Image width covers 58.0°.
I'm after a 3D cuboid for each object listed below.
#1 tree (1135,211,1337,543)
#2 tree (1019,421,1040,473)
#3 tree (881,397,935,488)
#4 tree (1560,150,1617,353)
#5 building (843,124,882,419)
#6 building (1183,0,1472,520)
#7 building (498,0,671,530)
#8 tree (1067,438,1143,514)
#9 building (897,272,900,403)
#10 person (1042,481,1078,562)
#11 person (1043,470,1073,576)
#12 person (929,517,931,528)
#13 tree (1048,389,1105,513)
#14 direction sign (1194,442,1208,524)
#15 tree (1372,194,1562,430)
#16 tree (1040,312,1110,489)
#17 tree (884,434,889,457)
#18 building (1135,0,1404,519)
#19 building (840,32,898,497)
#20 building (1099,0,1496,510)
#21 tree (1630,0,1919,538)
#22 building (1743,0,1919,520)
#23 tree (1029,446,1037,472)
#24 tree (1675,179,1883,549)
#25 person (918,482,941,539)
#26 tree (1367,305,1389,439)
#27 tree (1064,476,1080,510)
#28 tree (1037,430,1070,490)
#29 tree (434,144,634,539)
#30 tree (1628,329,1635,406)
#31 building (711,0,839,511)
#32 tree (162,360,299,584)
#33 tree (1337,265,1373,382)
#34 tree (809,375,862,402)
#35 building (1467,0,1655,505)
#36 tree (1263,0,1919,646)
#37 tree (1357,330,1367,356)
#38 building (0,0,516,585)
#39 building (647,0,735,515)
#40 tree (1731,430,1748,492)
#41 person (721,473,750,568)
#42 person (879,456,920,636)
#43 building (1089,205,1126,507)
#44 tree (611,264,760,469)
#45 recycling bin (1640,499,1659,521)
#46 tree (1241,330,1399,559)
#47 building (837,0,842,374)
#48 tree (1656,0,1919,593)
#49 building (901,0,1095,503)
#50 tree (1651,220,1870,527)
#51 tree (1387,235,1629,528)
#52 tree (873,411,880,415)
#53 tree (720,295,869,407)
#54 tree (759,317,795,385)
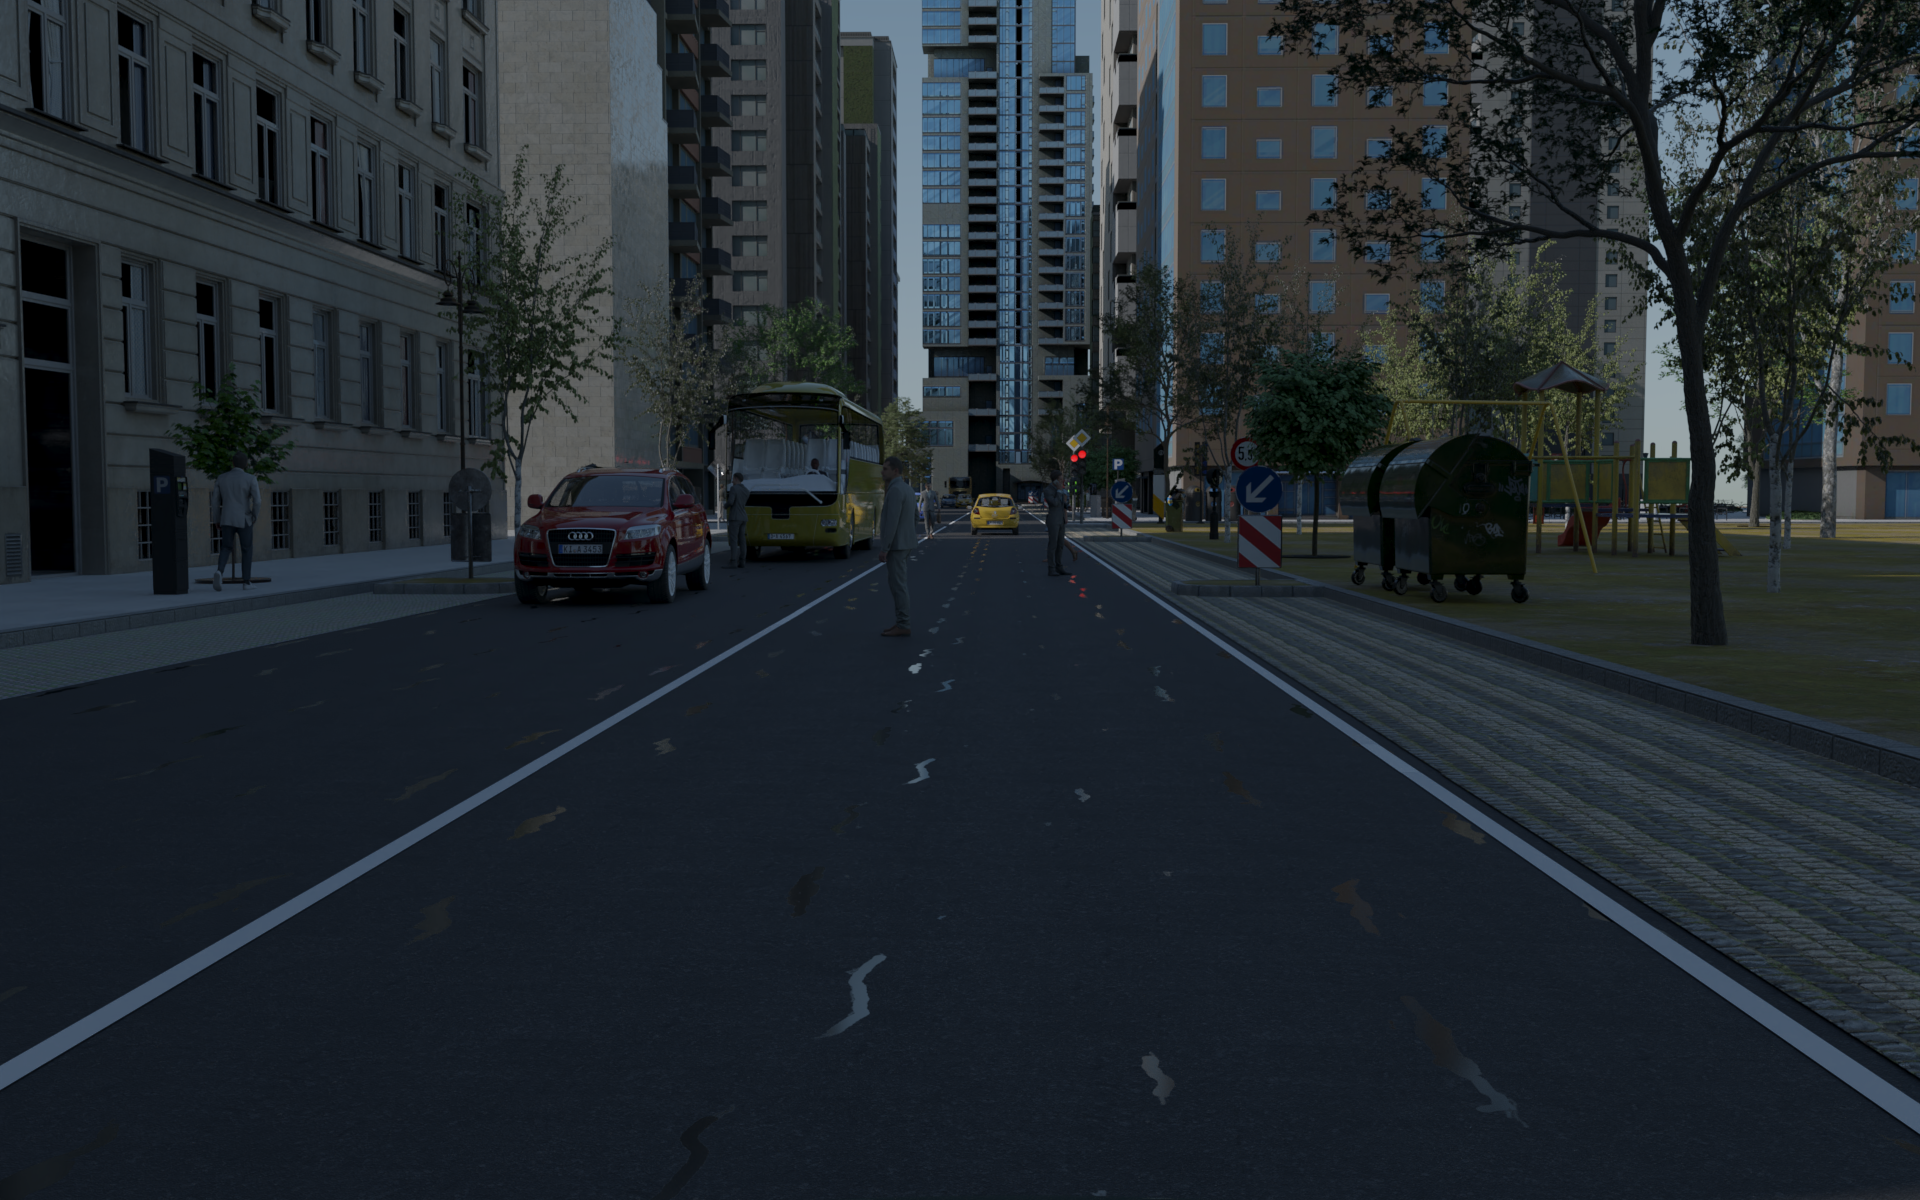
[{"bbox_3d":[6.953,-5.821,45.533,4.360,8.622,3.978,0,3,0],"label":"tree"},{"bbox_3d":[9.511,-14.005,163.392,7.601,10.594,8.767,2,4,25],"label":"tree"},{"bbox_3d":[-6.928,-17.336,201.565,7.486,12.596,7.792,0,3,0],"label":"tree"},{"bbox_3d":[13.761,-4.959,31.446,4.360,8.622,3.978,0,3,0],"label":"tree"},{"bbox_3d":[-15.927,-30.723,185.916,14.154,41.232,14.086,0,4,1],"label":"building"},{"bbox_3d":[17.980,-26.992,91.428,14.200,45.320,14.600,0,4,1],"label":"building"},{"bbox_3d":[-20.543,-12.947,66.439,16.860,20.320,10.420,0,4,1],"label":"building"},{"bbox_3d":[8.968,-7.157,100.733,4.285,4.588,4.351,0,3,0],"label":"tree"},{"bbox_3d":[-21.451,-34.815,261.113,23.993,40.220,32.217,0,4,1],"label":"building"},{"bbox_3d":[2.078,-1.708,36.513,0.778,1.811,0.616,-1,4,-18],"label":"person"},{"bbox_3d":[1.758,-1.351,30.390,0.447,1.846,0.655,2,4,30],"label":"person"},{"bbox_3d":[-1.199,-3.644,72.754,0.373,1.253,0.362,-2,4,-23],"label":"person"},{"bbox_3d":[8.263,-10.355,119.672,4.737,8.622,4.395,0,3,0],"label":"tree"},{"bbox_3d":[10.428,-5.077,75.011,0.379,3.537,0.876,-2,4,-30],"label":"direction sign"},{"bbox_3d":[12.764,-5.681,43.247,4.360,8.622,3.978,0,3,0],"label":"tree"},{"bbox_3d":[7.788,-8.111,67.025,7.601,10.594,8.767,0,4,-8],"label":"tree"},{"bbox_3d":[-7.846,-11.898,144.894,4.360,8.622,3.978,0,3,0],"label":"tree"},{"bbox_3d":[18.519,-28.025,108.322,14.600,45.320,14.200,0,4,1],"label":"building"},{"bbox_3d":[-22.239,-41.479,220.185,28.212,58.520,21.231,0,4,1],"label":"building"},{"bbox_3d":[25.393,-33.616,138.857,28.713,52.752,27.495,0,4,1],"label":"building"},{"bbox_3d":[26.663,-11.954,51.336,12.611,20.169,13.585,0,3,0],"label":"tree"},{"bbox_3d":[51.889,-26.981,91.255,14.200,45.320,14.600,0,4,1],"label":"building"},{"bbox_3d":[10.868,-16.654,222.654,4.360,8.622,3.978,0,3,0],"label":"tree"},{"bbox_3d":[19.230,-5.510,40.450,4.737,8.622,4.395,0,3,0],"label":"tree"},{"bbox_3d":[-0.974,-2.871,55.555,0.709,1.813,0.853,-1,4,-14],"label":"person"},{"bbox_3d":[16.749,-6.740,60.568,4.737,8.622,4.395,0,3,0],"label":"tree"},{"bbox_3d":[9.287,-8.877,139.744,1.663,3.219,1.824,0,3,0],"label":"tree"},{"bbox_3d":[10.756,-14.501,187.459,4.360,8.622,3.978,0,3,0],"label":"tree"},{"bbox_3d":[-9.463,-5.332,37.534,4.737,8.622,4.395,0,3,0],"label":"tree"},{"bbox_3d":[22.363,-6.876,62.787,4.737,8.622,4.395,0,3,0],"label":"tree"},{"bbox_3d":[-16.914,-27.478,132.859,14.154,41.232,14.086,0,4,1],"label":"building"},{"bbox_3d":[-10.434,-1.867,25.121,1.663,3.219,1.824,0,3,0],"label":"tree"},{"bbox_3d":[11.025,-6.392,54.872,4.360,8.622,3.978,0,3,0],"label":"tree"},{"bbox_3d":[-8.372,-9.238,101.399,4.360,8.622,3.978,0,3,0],"label":"tree"},{"bbox_3d":[72.587,-47.669,217.647,20.611,71.187,20.563,0,4,1],"label":"building"},{"bbox_3d":[6.384,-4.918,14.825,8.767,10.594,7.601,0,4,-6],"label":"tree"},{"bbox_3d":[17.114,-7.148,67.239,4.737,8.622,4.395,0,3,0],"label":"tree"},{"bbox_3d":[-20.537,-12.326,34.819,16.112,22.955,30.059,0,4,1],"label":"building"},{"bbox_3d":[-25.157,-27.186,99.113,22.147,44.769,28.867,0,4,1],"label":"building"},{"bbox_3d":[64.333,-10.274,130.880,11.467,7.101,20.602,0,4,1],"label":"tree"},{"bbox_3d":[-4.380,-1.543,33.542,0.447,1.846,0.655,2,4,28],"label":"person"},{"bbox_3d":[-0.626,-0.545,17.508,0.391,1.810,0.635,0,4,6],"label":"person"},{"bbox_3d":[20.004,-24.649,174.717,14.160,30.474,14.107,0,4,1],"label":"building"},{"bbox_3d":[-9.360,-6.495,56.563,4.360,8.622,3.978,0,3,0],"label":"tree"},{"bbox_3d":[32.583,-4.237,81.825,0.722,1.027,0.722,2,4,31],"label":"recycling bin"},{"bbox_3d":[7.152,-3.126,34.828,4.285,4.588,4.351,0,3,0],"label":"tree"},{"bbox_3d":[-19.949,-44.619,167.777,20.563,71.187,20.611,0,4,1],"label":"building"},{"bbox_3d":[10.546,-4.388,22.106,4.360,8.622,3.978,0,3,0],"label":"tree"},{"bbox_3d":[6.366,-57.554,253.676,31.000,86.520,22.319,0,4,1],"label":"building"},{"bbox_3d":[30.920,-8.647,67.136,9.928,11.665,9.643,0,3,0],"label":"tree"},{"bbox_3d":[15.104,-5.982,48.164,4.737,8.622,4.395,0,3,0],"label":"tree"},{"bbox_3d":[-7.876,-10.408,120.535,4.360,8.622,3.978,0,3,0],"label":"tree"},{"bbox_3d":[-8.614,-10.151,91.724,9.928,11.665,9.643,0,3,0],"label":"tree"},{"bbox_3d":[-8.996,-7.377,70.976,4.360,8.622,3.978,0,3,0],"label":"tree"}]
